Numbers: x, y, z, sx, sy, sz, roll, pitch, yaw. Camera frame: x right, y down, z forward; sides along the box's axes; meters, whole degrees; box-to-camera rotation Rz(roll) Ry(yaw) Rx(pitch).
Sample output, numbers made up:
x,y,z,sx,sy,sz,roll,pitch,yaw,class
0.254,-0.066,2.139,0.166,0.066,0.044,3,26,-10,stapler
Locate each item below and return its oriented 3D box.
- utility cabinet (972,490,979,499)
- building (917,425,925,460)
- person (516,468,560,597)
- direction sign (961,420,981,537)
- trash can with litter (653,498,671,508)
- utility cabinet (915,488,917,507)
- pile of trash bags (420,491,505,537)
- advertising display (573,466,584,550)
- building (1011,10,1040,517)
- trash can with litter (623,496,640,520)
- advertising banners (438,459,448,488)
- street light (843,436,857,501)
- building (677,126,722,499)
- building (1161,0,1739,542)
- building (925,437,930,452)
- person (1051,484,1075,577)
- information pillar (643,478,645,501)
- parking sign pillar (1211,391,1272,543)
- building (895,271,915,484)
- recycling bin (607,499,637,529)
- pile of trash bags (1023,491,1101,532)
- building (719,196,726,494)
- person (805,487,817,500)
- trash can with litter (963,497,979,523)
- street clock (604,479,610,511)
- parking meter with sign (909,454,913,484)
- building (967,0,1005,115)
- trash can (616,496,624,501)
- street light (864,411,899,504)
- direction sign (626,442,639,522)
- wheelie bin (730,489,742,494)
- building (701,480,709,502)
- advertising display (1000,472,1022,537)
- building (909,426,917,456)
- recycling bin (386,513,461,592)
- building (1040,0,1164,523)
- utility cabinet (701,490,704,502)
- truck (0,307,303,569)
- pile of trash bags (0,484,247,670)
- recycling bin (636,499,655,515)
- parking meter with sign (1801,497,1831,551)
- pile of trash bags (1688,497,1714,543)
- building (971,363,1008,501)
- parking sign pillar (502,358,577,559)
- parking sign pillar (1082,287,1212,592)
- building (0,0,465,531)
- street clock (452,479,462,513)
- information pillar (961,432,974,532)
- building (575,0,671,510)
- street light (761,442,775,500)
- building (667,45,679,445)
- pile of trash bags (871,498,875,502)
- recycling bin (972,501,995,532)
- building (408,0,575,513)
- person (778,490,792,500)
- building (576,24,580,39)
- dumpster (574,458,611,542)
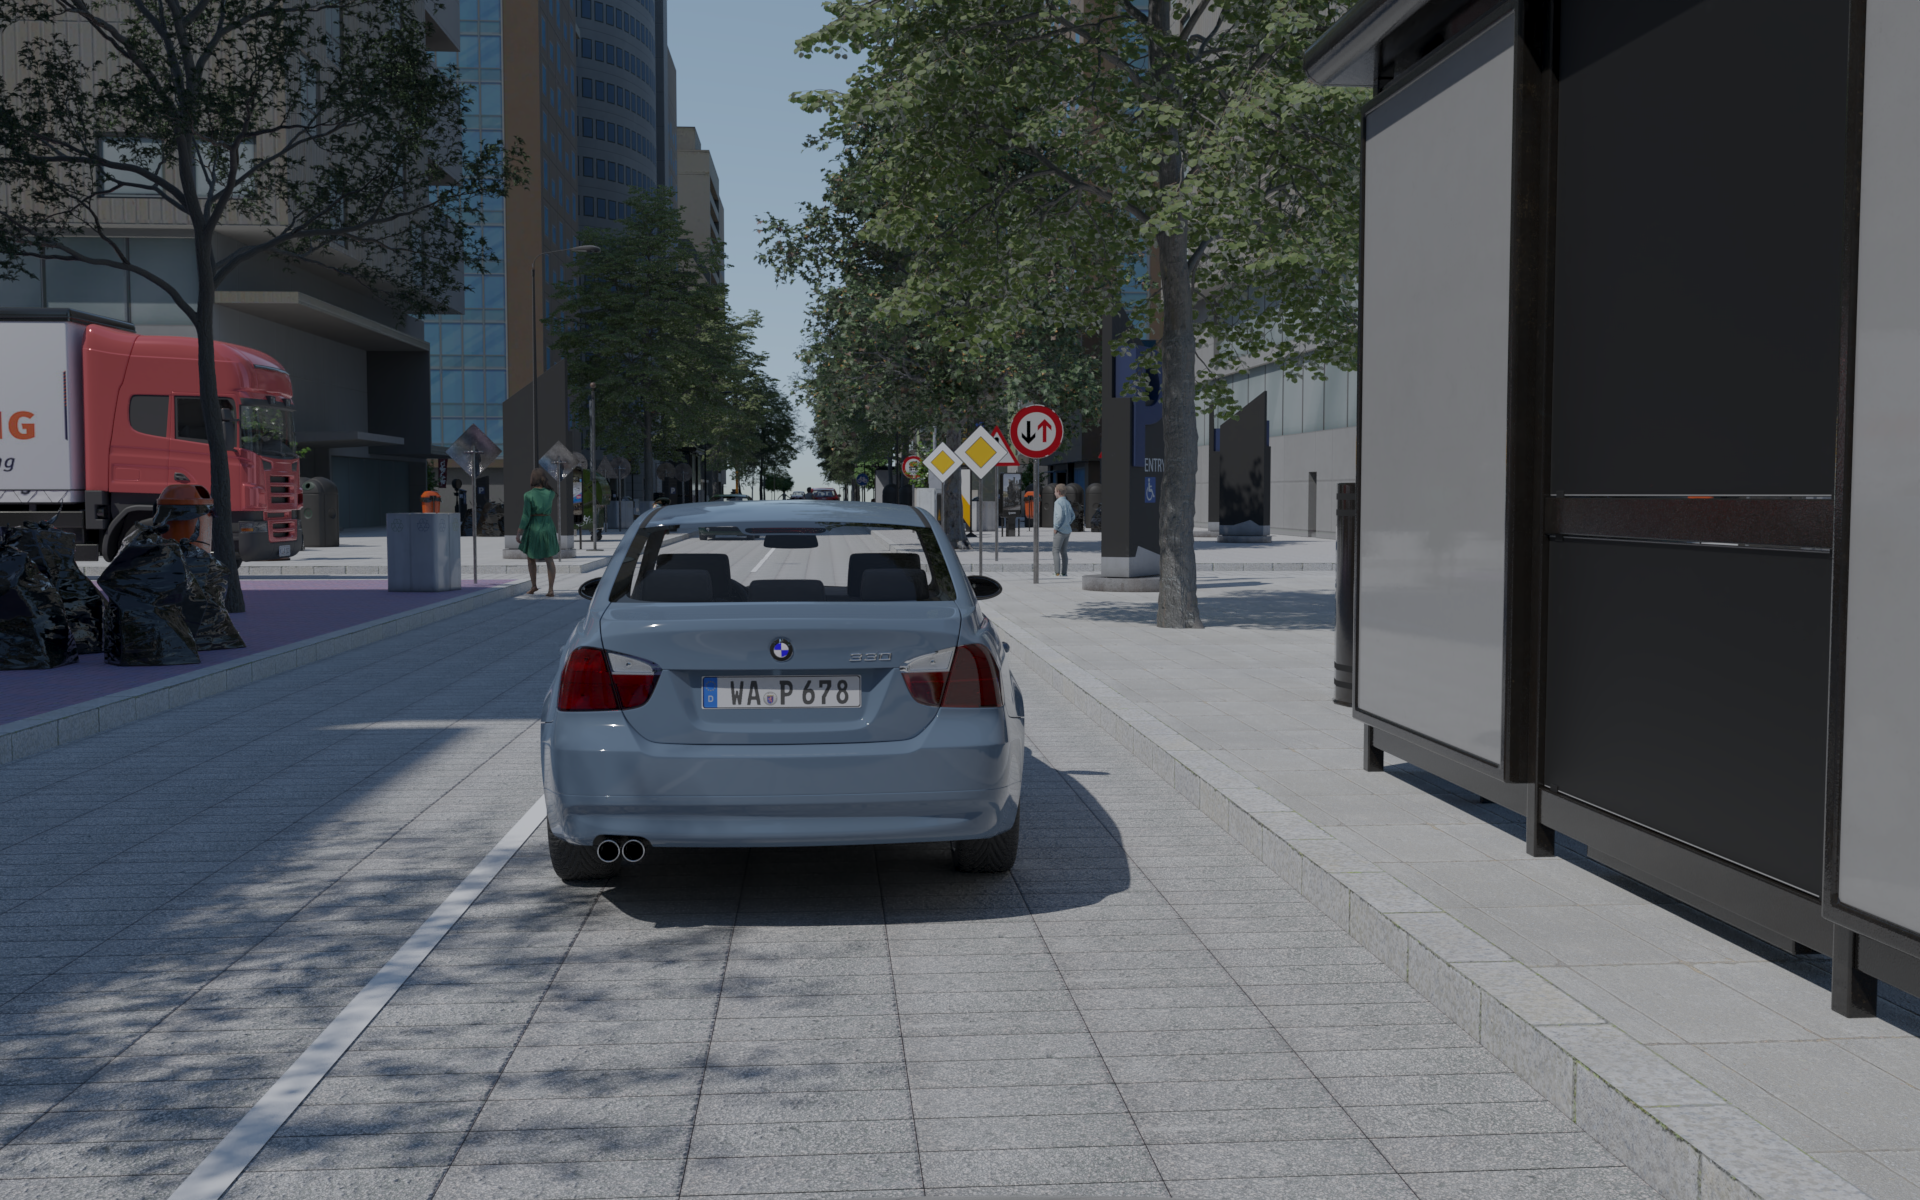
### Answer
x,y,z,sx,sy,sz,roll,pitch,yaw,class
0.533,-5.391,96.825,1.173,1.500,0.318,2,4,26,utility cabinet
1.700,-32.134,208.981,14.154,41.232,14.086,0,4,-5,building
-5.877,-0.946,24.217,0.600,1.795,0.529,-3,5,-45,person
0.328,-3.653,51.723,0.876,3.537,0.379,-1,4,-19,direction sign
-9.554,-2.666,54.971,0.624,1.170,1.055,-2,4,-24,trash can with litter
-1.244,-3.776,70.423,0.318,1.500,1.173,3,5,44,utility cabinet
-14.542,-2.599,52.249,3.447,1.369,1.912,-2,4,-35,pile of trash bags
-9.140,-2.113,39.760,0.974,1.923,0.123,-2,4,-25,advertising display
9.629,-25.582,101.858,14.154,41.232,14.086,0,4,-5,building
-16.043,-4.500,84.963,1.055,1.170,0.624,2,4,33,trash can with litter
-24.509,-5.117,79.855,2.074,3.025,0.090,1,4,13,advertising banners
-6.497,-8.281,107.928,1.470,5.913,1.316,0,4,-5,street light
-43.341,-37.156,231.199,21.300,48.544,21.600,0,4,-5,building
22.062,-28.577,56.474,27.495,52.752,28.713,0,4,-5,building
4.361,-29.727,169.636,14.154,41.232,14.086,0,4,-5,building
1.690,-1.138,28.925,0.330,1.601,0.589,3,5,40,person
-14.126,-4.504,78.140,0.304,2.012,0.304,0,4,1,information pillar
7.526,-3.501,45.721,1.447,3.967,1.447,3,4,36,parking sign pillar
1.365,-38.760,257.422,21.300,48.544,21.600,0,4,-5,building
-12.504,-3.132,63.754,0.722,1.027,0.722,-3,5,-41,recycling bin
3.756,-3.015,59.041,3.447,1.369,1.912,2,4,25,pile of trash bags
-41.155,-36.653,249.394,14.600,45.320,14.200,0,4,-5,building
-7.155,-4.589,83.895,0.716,1.782,0.532,2,4,28,person
0.474,-4.032,77.314,1.055,1.170,0.624,-2,4,-33,trash can with litter
-16.990,-4.781,82.733,0.471,2.002,0.358,-2,4,-32,street clock
-1.496,-4.925,76.791,1.738,3.016,0.543,-2,4,-27,parking meter with sign
9.551,-32.309,151.959,21.300,48.544,21.600,0,4,-5,building
-20.329,-5.654,104.095,0.748,1.137,0.748,0,3,0,trash can
-2.794,-5.491,62.314,1.470,5.913,1.316,0,4,-5,street light
-13.170,-4.749,69.644,0.379,3.537,0.876,1,4,22,direction sign
-13.782,-6.044,106.732,0.980,1.594,0.693,2,4,30,wheelie bin
-46.988,-31.584,208.284,32.217,40.220,23.993,0,4,-5,building
1.523,-2.865,52.063,0.123,1.923,0.974,3,4,37,advertising display
4.362,-37.409,231.252,23.786,49.044,30.456,0,4,-5,building
-7.105,-0.637,22.969,0.722,1.027,0.722,1,4,11,recycling bin
11.465,-26.275,79.708,14.600,45.320,14.200,0,4,-5,building
-12.538,-4.575,83.477,0.318,1.500,1.173,-2,4,-28,utility cabinet
-15.689,-2.340,27.167,11.283,4.237,2.839,0,4,-3,truck
-6.844,-0.275,14.249,1.912,1.369,3.447,0,4,-7,pile of trash bags
-10.895,-2.994,61.513,0.722,1.027,0.722,-3,5,-43,recycling bin
17.492,-2.382,35.202,1.738,3.016,0.543,-3,5,-43,parking meter with sign
15.790,-1.881,40.512,3.447,1.369,1.912,2,4,29,pile of trash bags
12.023,-49.663,124.662,22.319,86.520,31.000,0,4,-5,building
-8.418,-2.819,34.565,1.447,3.967,1.447,0,4,6,parking sign pillar
2.361,-2.122,23.167,1.447,3.967,1.447,2,4,30,parking sign pillar
-32.861,-28.695,58.405,28.713,52.752,27.495,0,4,-5,building
-23.988,-4.773,82.606,0.358,2.002,0.471,2,4,25,street clock
0.229,-4.110,58.555,0.183,3.616,0.504,-3,4,-39,information pillar
-35.981,-36.801,143.692,21.231,58.520,28.212,0,4,-5,building
-17.145,-11.131,154.529,1.470,5.913,1.316,0,4,-5,street light
-34.516,-31.545,165.870,14.600,45.320,14.200,0,4,-5,building
-4.015,-5.947,106.992,1.912,1.369,3.447,1,4,19,pile of trash bags
0.789,-2.873,59.520,0.722,1.027,0.722,2,4,30,recycling bin
-29.636,-27.388,97.901,14.600,45.320,14.200,0,4,-5,building
-13.687,-7.697,135.126,1.217,1.735,0.721,1,4,15,person
-39.596,-26.004,117.053,32.217,40.220,23.993,0,4,-5,building
-10.339,-2.721,46.982,1.502,2.255,1.985,0,4,-4,dumpster
